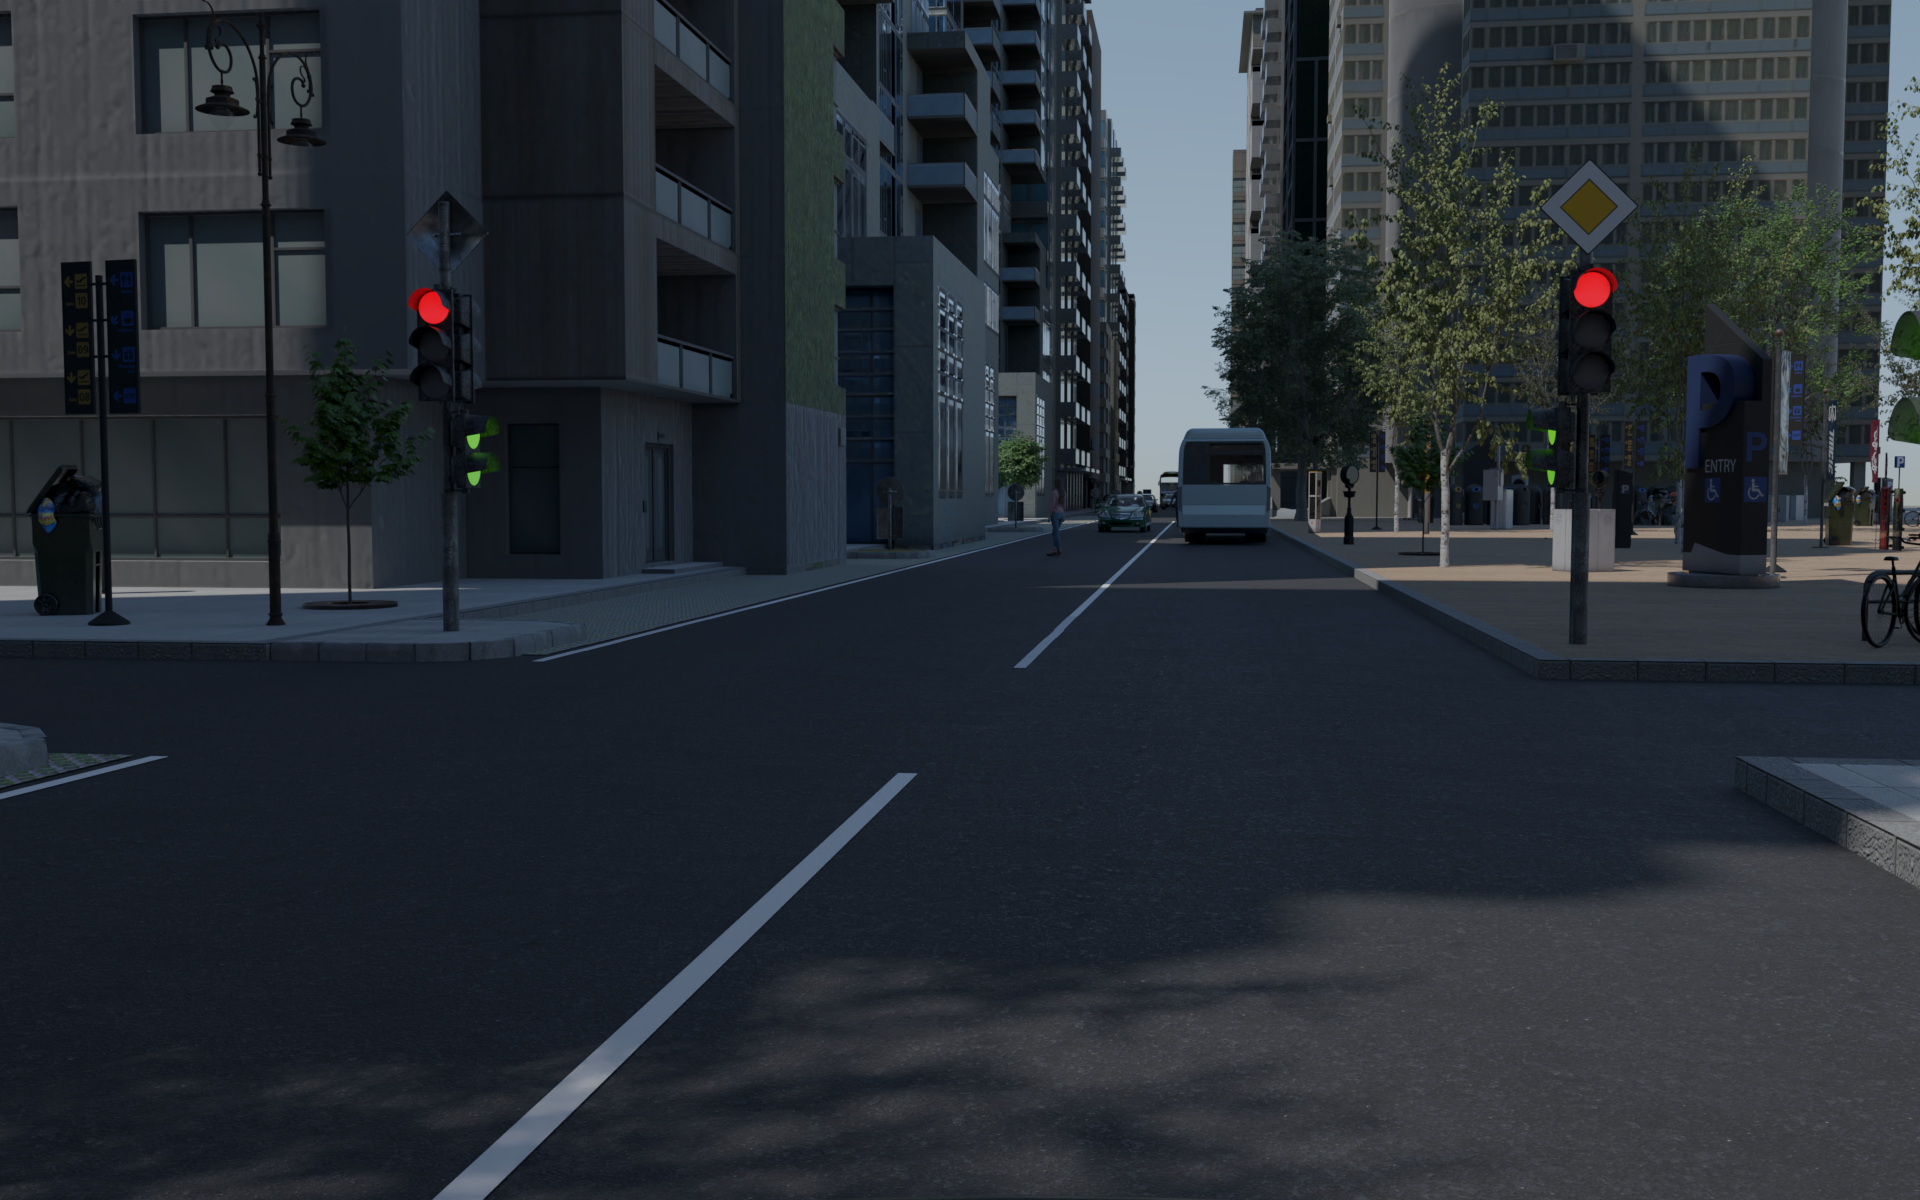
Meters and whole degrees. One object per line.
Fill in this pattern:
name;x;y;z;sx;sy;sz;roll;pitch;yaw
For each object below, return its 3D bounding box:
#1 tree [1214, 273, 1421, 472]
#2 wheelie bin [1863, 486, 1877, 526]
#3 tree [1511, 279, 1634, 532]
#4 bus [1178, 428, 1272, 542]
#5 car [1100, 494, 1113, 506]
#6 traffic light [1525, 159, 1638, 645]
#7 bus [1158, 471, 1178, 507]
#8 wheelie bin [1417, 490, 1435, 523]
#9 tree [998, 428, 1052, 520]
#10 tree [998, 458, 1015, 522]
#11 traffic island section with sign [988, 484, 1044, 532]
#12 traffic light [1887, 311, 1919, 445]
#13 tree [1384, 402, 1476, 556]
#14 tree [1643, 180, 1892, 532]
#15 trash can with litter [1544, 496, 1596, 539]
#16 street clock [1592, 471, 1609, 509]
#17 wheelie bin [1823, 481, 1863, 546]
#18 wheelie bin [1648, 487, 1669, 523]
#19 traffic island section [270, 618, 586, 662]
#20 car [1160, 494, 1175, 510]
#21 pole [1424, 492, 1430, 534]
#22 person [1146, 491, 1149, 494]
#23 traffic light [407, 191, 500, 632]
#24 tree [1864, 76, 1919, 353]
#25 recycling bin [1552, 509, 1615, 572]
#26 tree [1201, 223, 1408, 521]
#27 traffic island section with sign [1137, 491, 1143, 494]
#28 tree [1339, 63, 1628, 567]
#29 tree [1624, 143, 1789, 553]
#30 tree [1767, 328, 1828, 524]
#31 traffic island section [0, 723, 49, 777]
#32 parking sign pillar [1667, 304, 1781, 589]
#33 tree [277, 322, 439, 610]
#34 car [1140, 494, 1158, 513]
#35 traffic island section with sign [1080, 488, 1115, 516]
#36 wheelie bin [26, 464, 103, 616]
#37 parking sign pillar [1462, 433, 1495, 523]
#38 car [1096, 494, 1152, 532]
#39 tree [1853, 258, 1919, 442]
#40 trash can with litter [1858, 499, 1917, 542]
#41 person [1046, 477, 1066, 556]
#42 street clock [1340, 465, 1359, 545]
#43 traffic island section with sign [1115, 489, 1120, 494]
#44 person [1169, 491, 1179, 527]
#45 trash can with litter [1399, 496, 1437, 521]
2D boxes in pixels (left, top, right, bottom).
tree;14.996;-8.439;72.391;8.767;10.594;7.601;0;4;3
wheelie bin;36.232;-3.755;69.301;0.980;1.594;0.693;-3;5;-42
tree;20.311;-6.623;58.645;4.360;8.622;3.978;0;3;0
bus;8.449;-3.664;54.770;2.948;3.499;13.247;1;4;9
car;11.522;-7.410;130.941;2.009;1.686;4.222;0;4;6
traffic light;5.271;-1.577;14.710;0.839;4.253;0.868;0;4;8
bus;22.955;-12.029;188.224;2.896;3.916;12.252;0;4;6
wheelie bin;20.632;-4.201;76.587;0.693;1.594;0.980;0;4;-2
tree;2.965;-6.300;86.715;4.285;4.588;4.351;0;3;0
tree;1.446;-5.293;81.142;1.663;3.219;1.824;0;3;0
traffic island section with sign;2.141;-3.485;65.612;1.989;1.847;2.006;0;4;8
traffic light;4.162;-1.094;6.802;0.839;4.253;0.868;0;4;8
tree;9.692;-2.562;36.487;1.663;3.219;1.824;0;3;0
tree;27.263;-8.139;58.821;9.928;11.665;9.643;0;3;0
trash can with litter;17.463;-2.330;49.151;1.678;1.210;2.233;1;4;14
street clock;19.725;-2.985;53.370;0.358;2.002;0.471;-2;4;-31
wheelie bin;21.967;-2.162;43.249;0.693;1.594;0.980;1;4;15
wheelie bin;31.033;-4.218;76.869;0.980;1.594;0.693;-2;4;-30
traffic island section;-4.783;0.370;16.233;2.009;0.180;2.903;0;4;8
car;19.745;-9.145;161.314;2.131;1.459;4.920;1;4;10
pole;14.878;-3.752;55.190;0.158;3.312;0.155;0;3;0
person;19.876;-10.714;184.504;0.721;1.723;1.217;-3;5;-39
traffic light;-4.745;-1.662;16.093;0.839;4.253;0.868;0;4;8
tree;16.780;-4.774;28.418;4.737;8.622;4.395;0;3;0
recycling bin;10.345;-0.990;28.734;0.722;1.027;0.722;-1;4;-19
tree;16.432;-10.753;82.465;9.857;13.997;8.962;0;3;0
traffic island section with sign;24.144;-13.087;222.600;1.989;1.847;2.006;0;4;8
tree;8.523;-4.865;29.912;4.737;8.622;4.395;0;3;0
tree;15.971;-5.322;37.378;4.737;8.622;4.395;0;3;0
tree;35.766;-7.504;73.056;4.360;8.622;3.978;0;3;0
traffic island section;-5.892;0.854;8.325;2.009;0.180;2.903;0;4;8
parking sign pillar;10.609;-2.171;23.967;1.447;3.967;1.447;-1;4;-11
tree;-6.968;-1.518;19.427;1.663;3.219;1.824;0;3;0
car;14.564;-7.706;135.781;2.009;1.686;4.222;1;4;10
traffic island section with sign;9.023;-6.491;114.758;1.989;1.847;2.006;0;4;8
wheelie bin;-9.523;-0.651;18.545;0.693;1.594;0.980;-1;4;-14
parking sign pillar;23.020;-5.410;76.925;1.447;3.967;1.447;0;4;5
car;6.344;-3.343;66.460;2.131;1.459;4.920;1;4;10
tree;28.686;-6.160;51.086;4.360;8.622;3.978;0;3;0
trash can with litter;25.488;-2.213;47.234;1.678;1.210;2.233;2;4;25
person;2.255;-1.932;40.094;0.388;1.821;0.555;2;4;34
street clock;9.876;-2.408;43.945;0.471;2.002;0.358;-2;4;-35
traffic island section with sign;12.773;-8.126;141.483;1.989;1.847;2.006;0;4;8
person;9.647;-4.159;76.280;0.659;1.850;0.755;2;4;28
trash can with litter;22.175;-4.498;84.592;1.678;1.210;2.233;-1;4;-17
